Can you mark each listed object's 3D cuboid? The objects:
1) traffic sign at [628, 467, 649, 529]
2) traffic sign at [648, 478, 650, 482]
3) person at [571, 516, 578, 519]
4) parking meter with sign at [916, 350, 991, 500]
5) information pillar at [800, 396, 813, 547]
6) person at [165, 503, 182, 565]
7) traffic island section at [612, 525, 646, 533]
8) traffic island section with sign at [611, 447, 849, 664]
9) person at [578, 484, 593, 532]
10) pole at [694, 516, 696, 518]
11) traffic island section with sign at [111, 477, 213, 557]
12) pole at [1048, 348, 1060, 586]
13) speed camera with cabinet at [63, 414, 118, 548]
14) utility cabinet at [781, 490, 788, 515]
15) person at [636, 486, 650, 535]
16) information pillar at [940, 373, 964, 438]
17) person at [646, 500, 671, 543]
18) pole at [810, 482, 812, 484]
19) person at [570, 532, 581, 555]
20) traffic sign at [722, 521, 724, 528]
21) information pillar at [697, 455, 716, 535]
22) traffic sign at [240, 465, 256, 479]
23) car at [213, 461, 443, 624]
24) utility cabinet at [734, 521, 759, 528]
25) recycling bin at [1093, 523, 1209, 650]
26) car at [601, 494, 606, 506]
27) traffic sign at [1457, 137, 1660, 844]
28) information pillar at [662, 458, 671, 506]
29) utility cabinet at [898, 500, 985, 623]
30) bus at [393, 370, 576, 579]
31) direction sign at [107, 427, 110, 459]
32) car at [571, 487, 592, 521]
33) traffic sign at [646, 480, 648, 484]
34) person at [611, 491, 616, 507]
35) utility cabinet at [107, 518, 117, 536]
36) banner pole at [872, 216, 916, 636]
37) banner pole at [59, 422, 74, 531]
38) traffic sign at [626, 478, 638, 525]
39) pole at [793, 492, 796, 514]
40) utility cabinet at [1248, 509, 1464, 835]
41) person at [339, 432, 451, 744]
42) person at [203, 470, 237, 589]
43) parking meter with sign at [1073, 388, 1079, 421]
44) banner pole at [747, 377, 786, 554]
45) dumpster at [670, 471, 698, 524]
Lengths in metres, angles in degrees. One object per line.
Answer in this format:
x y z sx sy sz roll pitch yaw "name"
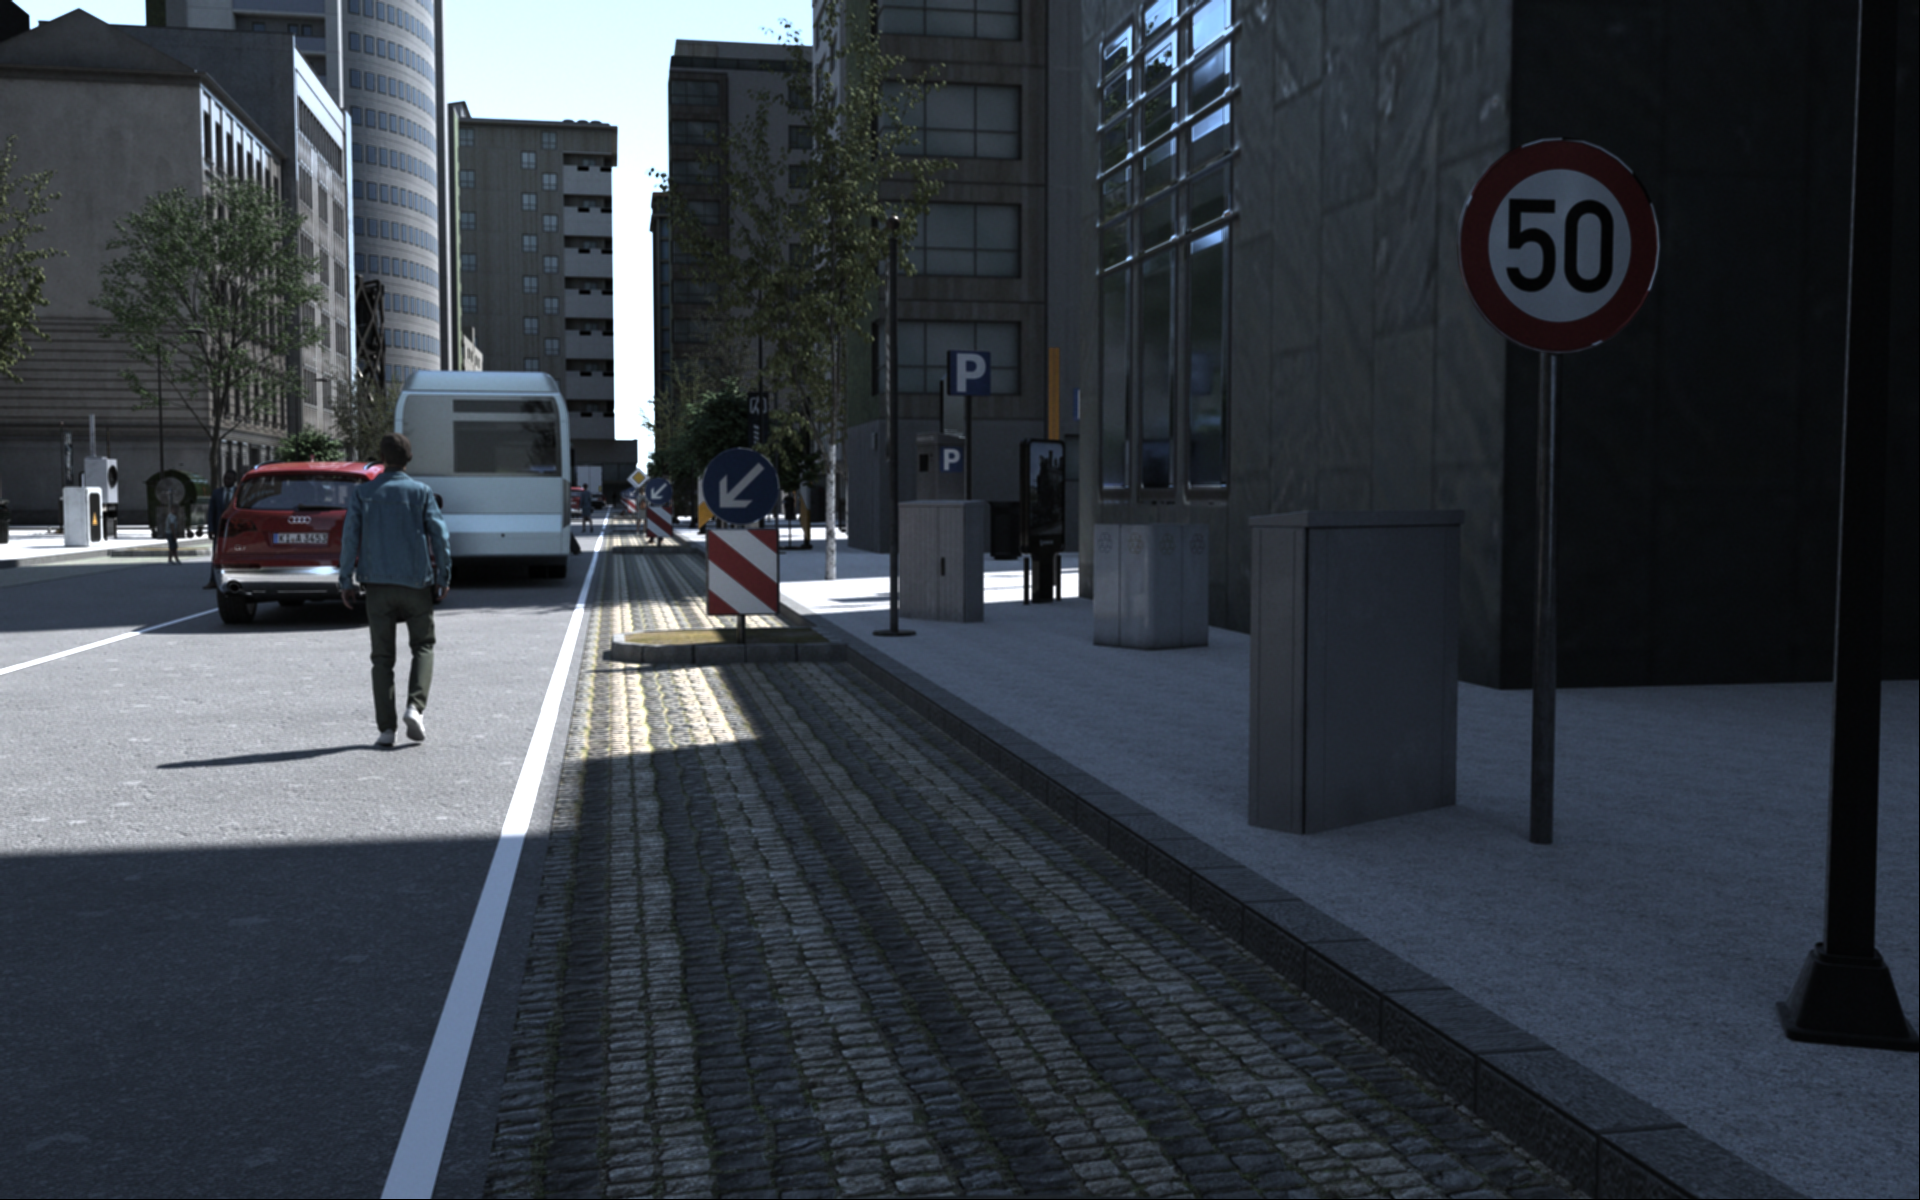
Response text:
-11.933 -3.715 64.385 0.795 2.450 0.064 -1 4 -11 "traffic sign"
-22.269 -7.681 125.689 0.768 2.556 0.104 0 4 -2 "traffic sign"
-22.168 -5.574 99.842 0.606 1.804 0.583 -3 5 -40 "person"
-0.223 -1.566 21.871 0.543 3.016 1.738 -2 4 -24 "parking meter with sign"
-3.738 -3.087 41.822 0.183 3.616 0.504 -2 4 -26 "information pillar"
-15.996 -1.348 35.224 0.352 1.250 0.332 1 4 11 "person"
-11.912 -2.580 64.466 2.009 0.180 2.903 -1 4 -11 "traffic island section"
-2.113 -0.419 15.472 1.989 1.847 2.006 -1 4 -11 "traffic island section with sign"
-13.963 -3.436 64.695 0.581 1.822 0.654 -2 4 -34 "person"
-13.281 -5.701 87.051 0.158 3.312 0.155 0 3 0 "pole"
-18.404 -1.931 40.208 1.989 1.847 2.006 -1 4 -11 "traffic island section with sign"
1.311 -1.860 24.249 0.158 3.312 0.155 0 3 0 "pole"
-21.303 -2.943 42.449 0.660 3.252 2.038 0 4 -6 "speed camera with cabinet"
-10.597 -5.913 105.358 0.318 1.500 1.173 0 4 5 "utility cabinet"
-10.935 -3.071 59.716 0.512 1.701 0.522 -1 4 -11 "person"
-0.124 -2.341 29.632 0.504 3.616 0.183 -3 5 -41 "information pillar"
-8.718 -2.529 50.039 0.721 1.800 0.419 0 4 6 "person"
-7.616 -5.789 88.498 0.158 3.312 0.155 0 3 0 "pole"
-9.636 -1.946 40.528 1.509 1.804 0.699 -2 4 -23 "person"
-7.360 -3.278 53.705 0.768 2.556 0.104 0 4 -3 "traffic sign"
-8.095 -3.889 54.947 0.504 3.616 0.183 -1 4 -18 "information pillar"
-25.259 -3.639 61.628 0.606 2.300 0.079 -1 4 -11 "traffic sign"
-7.469 -0.744 20.833 2.281 1.827 5.304 -1 4 -11 "car"
-6.746 -2.810 54.626 0.318 1.500 1.173 -3 4 -36 "utility cabinet"
1.616 -0.128 14.653 0.722 1.027 0.722 -3 4 -38 "recycling bin"
-43.089 -12.024 205.259 2.281 1.827 5.304 -1 4 -10 "car"
2.142 -0.379 6.303 0.768 2.556 0.104 0 4 -8 "traffic sign"
-16.511 -6.489 97.448 0.504 3.616 0.183 1 4 10 "information pillar"
-0.204 -0.398 17.670 0.306 1.237 1.020 -3 5 -42 "utility cabinet"
-8.635 -2.295 32.377 2.948 3.499 13.247 -1 4 -13 "bus"
-28.886 -4.087 58.818 0.379 3.537 0.876 -2 4 -23 "direction sign"
-20.959 -5.172 93.232 2.281 1.827 5.304 -1 4 -13 "car"
-24.424 -8.368 136.927 0.768 2.556 0.104 0 4 -7 "traffic sign"
-38.418 -11.175 192.029 0.721 1.723 1.217 1 4 12 "person"
-26.164 -2.670 52.327 1.173 1.500 0.318 -1 4 -19 "utility cabinet"
-0.636 -1.584 15.919 0.401 3.779 0.863 -1 4 -9 "banner pole"
-31.022 -4.289 60.149 0.863 3.779 0.401 2 4 33 "banner pole"
-13.499 -4.194 72.215 0.795 2.450 0.064 -1 4 -11 "traffic sign"
-10.502 -7.088 109.735 0.158 3.312 0.155 0 3 0 "pole"
1.582 0.260 6.914 1.020 1.237 0.306 -3 5 -41 "utility cabinet"
-3.217 -0.064 9.888 0.601 1.785 0.444 -1 4 -14 "person"
-11.167 -1.082 26.378 0.721 1.800 0.419 -2 4 -23 "person"
2.471 -2.011 29.138 0.543 3.016 1.738 2 4 25 "parking meter with sign"
-4.175 -2.889 37.257 0.863 3.779 0.401 0 4 8 "banner pole"
-11.764 -4.393 74.317 1.502 2.255 1.985 -1 4 -11 "dumpster"
